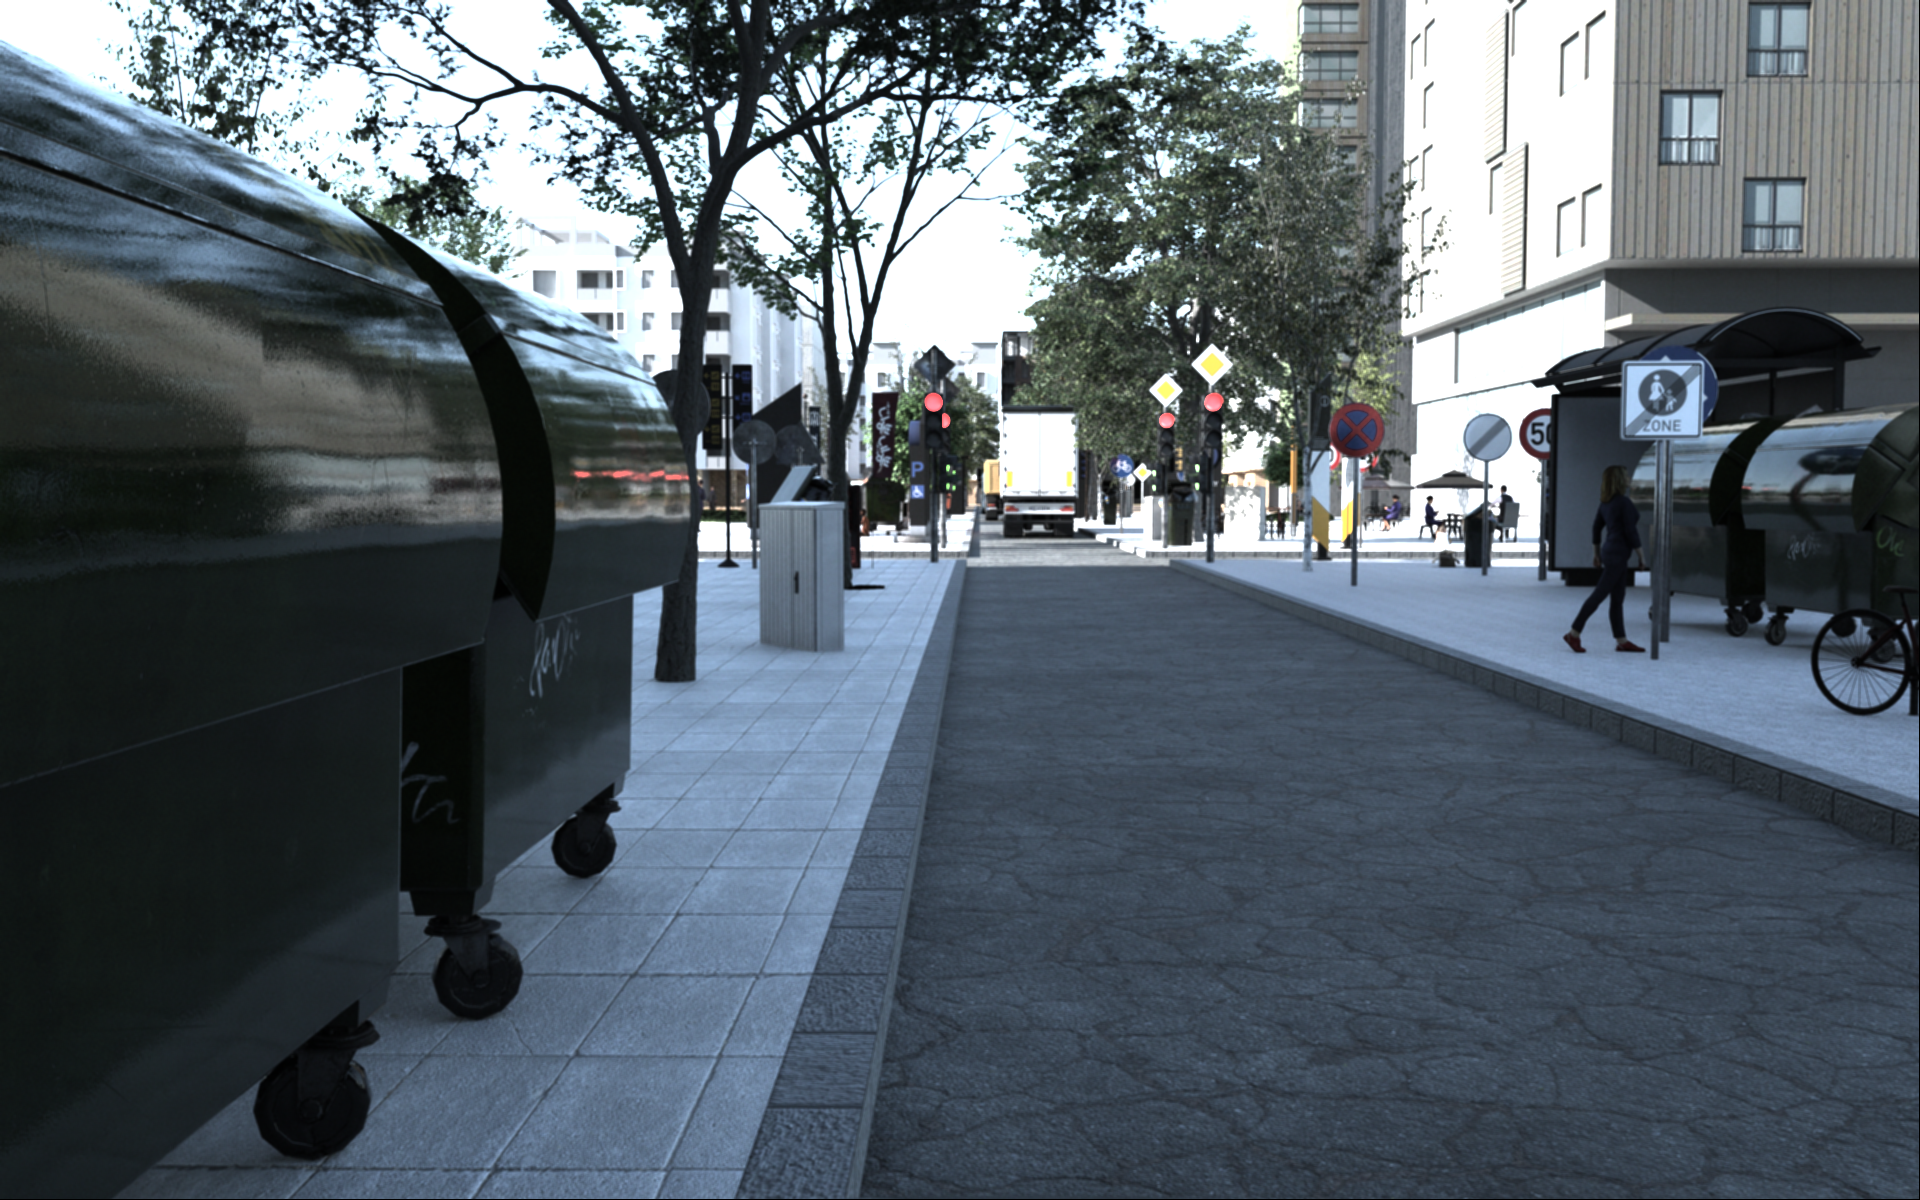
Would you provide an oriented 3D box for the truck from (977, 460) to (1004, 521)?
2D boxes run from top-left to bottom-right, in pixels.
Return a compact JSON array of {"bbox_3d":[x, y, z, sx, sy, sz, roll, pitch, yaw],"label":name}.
[{"bbox_3d":[2.669,-6.163,96.687,3.469,3.379,9.791,0,4,1],"label":"truck"}]

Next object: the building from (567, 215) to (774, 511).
[{"bbox_3d":[-22.019,-16.242,121.980,16.016,20.091,11.380,0,4,1],"label":"building"}]

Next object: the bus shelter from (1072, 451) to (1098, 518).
[{"bbox_3d":[6.554,-6.327,94.728,1.731,3.624,6.357,0,4,1],"label":"bus shelter"}]

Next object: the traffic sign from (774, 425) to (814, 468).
[{"bbox_3d":[-3.088,-1.962,32.190,0.768,2.556,0.104,0,4,2],"label":"traffic sign"}]

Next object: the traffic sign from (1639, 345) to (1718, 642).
[{"bbox_3d":[6.110,-0.908,14.949,0.768,2.556,0.104,0,4,3],"label":"traffic sign"}]

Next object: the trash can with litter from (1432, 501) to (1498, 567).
[{"bbox_3d":[8.849,-1.161,30.364,1.055,1.170,0.624,1,4,9],"label":"trash can with litter"}]

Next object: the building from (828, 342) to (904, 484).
[{"bbox_3d":[-13.036,-22.310,221.188,11.380,20.091,16.016,0,4,1],"label":"building"}]

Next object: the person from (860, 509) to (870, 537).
[{"bbox_3d":[-2.988,-2.309,52.085,0.655,0.850,0.859,0,4,8],"label":"person"}]

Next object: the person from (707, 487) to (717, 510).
[{"bbox_3d":[-15.872,-6.374,110.813,0.434,1.755,0.990,-3,5,-42],"label":"person"}]

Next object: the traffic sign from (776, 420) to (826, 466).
[{"bbox_3d":[-2.812,-1.871,30.591,0.884,2.594,0.081,0,4,5],"label":"traffic sign"}]

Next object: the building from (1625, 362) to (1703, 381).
[{"bbox_3d":[67.135,-19.549,163.608,32.646,21.610,27.936,0,4,1],"label":"building"}]

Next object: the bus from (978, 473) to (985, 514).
[{"bbox_3d":[2.844,-8.127,127.744,2.948,3.499,13.247,0,3,0],"label":"bus"}]

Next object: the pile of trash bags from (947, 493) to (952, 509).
[{"bbox_3d":[-2.166,-5.274,95.987,3.447,1.369,1.912,0,4,3],"label":"pile of trash bags"}]

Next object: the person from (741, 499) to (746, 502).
[{"bbox_3d":[-9.951,-4.551,82.403,0.963,1.587,0.435,2,4,25],"label":"person"}]

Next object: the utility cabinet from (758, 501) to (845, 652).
[{"bbox_3d":[-1.342,-0.206,14.527,0.306,1.237,1.020,-2,4,-33],"label":"utility cabinet"}]

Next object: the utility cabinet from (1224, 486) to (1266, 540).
[{"bbox_3d":[7.858,-2.387,47.698,0.318,1.500,1.173,-3,5,-45],"label":"utility cabinet"}]

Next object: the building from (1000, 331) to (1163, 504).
[{"bbox_3d":[21.717,-23.411,226.749,32.646,21.610,27.936,0,4,1],"label":"building"}]

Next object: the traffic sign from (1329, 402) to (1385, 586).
[{"bbox_3d":[5.515,-1.471,24.162,0.768,2.556,0.104,0,4,4],"label":"traffic sign"}]

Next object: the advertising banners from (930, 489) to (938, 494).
[{"bbox_3d":[-0.837,-3.791,58.166,0.090,3.025,2.074,-1,4,-15],"label":"advertising banners"}]

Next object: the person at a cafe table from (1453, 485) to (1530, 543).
[{"bbox_3d":[14.236,-2.286,45.884,1.698,1.524,1.622,-1,4,-12],"label":"person at a cafe table"}]

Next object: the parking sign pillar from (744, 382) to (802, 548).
[{"bbox_3d":[-4.495,-3.265,41.847,1.447,3.967,1.447,-1,4,-17],"label":"parking sign pillar"}]

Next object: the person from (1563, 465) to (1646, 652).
[{"bbox_3d":[5.243,-0.333,14.034,0.613,1.512,0.480,-1,4,-18],"label":"person"}]

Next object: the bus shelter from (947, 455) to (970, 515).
[{"bbox_3d":[-0.229,-7.143,108.073,1.731,3.624,6.357,0,4,1],"label":"bus shelter"}]

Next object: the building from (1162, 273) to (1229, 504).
[{"bbox_3d":[34.785,-19.359,160.495,27.936,21.610,32.646,0,4,1],"label":"building"}]

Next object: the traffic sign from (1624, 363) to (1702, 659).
[{"bbox_3d":[5.392,-0.688,13.374,0.606,2.300,0.079,0,4,5],"label":"traffic sign"}]

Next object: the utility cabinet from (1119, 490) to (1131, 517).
[{"bbox_3d":[9.081,-5.296,95.273,0.318,1.500,1.173,-1,4,-14],"label":"utility cabinet"}]

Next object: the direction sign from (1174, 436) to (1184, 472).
[{"bbox_3d":[8.081,-4.287,62.090,0.876,3.537,0.379,2,4,35],"label":"direction sign"}]

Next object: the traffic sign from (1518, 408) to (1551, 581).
[{"bbox_3d":[8.623,-1.560,25.615,0.768,2.556,0.104,0,4,4],"label":"traffic sign"}]

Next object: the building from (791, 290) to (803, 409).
[{"bbox_3d":[-21.227,-17.706,145.911,16.016,20.091,11.380,0,4,1],"label":"building"}]

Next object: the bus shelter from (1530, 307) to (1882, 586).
[{"bbox_3d":[8.964,-1.688,21.530,2.014,3.302,5.546,0,4,1],"label":"bus shelter"}]

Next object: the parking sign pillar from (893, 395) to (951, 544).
[{"bbox_3d":[-1.048,-3.487,45.479,1.447,3.967,1.447,0,4,5],"label":"parking sign pillar"}]

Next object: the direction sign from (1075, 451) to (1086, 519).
[{"bbox_3d":[6.163,-5.992,89.965,0.876,3.537,0.379,-2,4,-28],"label":"direction sign"}]

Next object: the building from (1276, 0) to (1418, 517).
[{"bbox_3d":[25.493,-25.502,100.557,14.154,41.232,14.086,0,4,1],"label":"building"}]

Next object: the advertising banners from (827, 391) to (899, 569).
[{"bbox_3d":[-1.967,-2.064,29.930,2.074,3.025,0.090,2,4,26],"label":"advertising banners"}]

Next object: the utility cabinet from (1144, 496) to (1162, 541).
[{"bbox_3d":[5.541,-2.267,48.223,0.306,1.237,1.020,3,5,43],"label":"utility cabinet"}]

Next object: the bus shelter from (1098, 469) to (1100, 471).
[{"bbox_3d":[7.790,-7.156,110.922,2.014,3.302,5.546,0,4,1],"label":"bus shelter"}]

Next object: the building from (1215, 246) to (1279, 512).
[{"bbox_3d":[28.712,-17.249,138.444,16.016,20.091,11.380,0,4,1],"label":"building"}]

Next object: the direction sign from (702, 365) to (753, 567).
[{"bbox_3d":[-4.073,-2.347,30.373,0.876,3.537,0.379,0,4,-2],"label":"direction sign"}]

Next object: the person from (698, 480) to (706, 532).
[{"bbox_3d":[-8.808,-3.161,58.173,0.683,1.767,0.568,1,4,15],"label":"person"}]

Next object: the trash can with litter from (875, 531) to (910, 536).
[{"bbox_3d":[-1.629,-2.617,53.848,2.233,1.210,1.678,-1,4,-19],"label":"trash can with litter"}]

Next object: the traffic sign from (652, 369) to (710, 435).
[{"bbox_3d":[-2.928,-1.076,17.704,0.768,2.556,0.104,1,4,9],"label":"traffic sign"}]

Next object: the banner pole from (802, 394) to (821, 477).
[{"bbox_3d":[-3.736,-3.267,43.433,0.401,3.779,0.863,2,4,32],"label":"banner pole"}]

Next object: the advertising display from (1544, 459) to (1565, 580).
[{"bbox_3d":[9.185,-1.263,25.864,0.974,1.923,0.123,0,4,7],"label":"advertising display"}]

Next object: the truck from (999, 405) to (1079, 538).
[{"bbox_3d":[2.712,-4.373,60.408,2.839,4.237,11.283,0,4,2],"label":"truck"}]

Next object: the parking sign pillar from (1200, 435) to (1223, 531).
[{"bbox_3d":[9.243,-4.709,65.462,1.447,3.967,1.447,1,4,10],"label":"parking sign pillar"}]

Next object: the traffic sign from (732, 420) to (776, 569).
[{"bbox_3d":[-3.540,-1.815,29.774,0.768,2.556,0.104,0,4,2],"label":"traffic sign"}]

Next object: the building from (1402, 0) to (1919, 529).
[{"bbox_3d":[33.441,-29.185,66.408,27.495,52.752,28.713,0,4,1],"label":"building"}]

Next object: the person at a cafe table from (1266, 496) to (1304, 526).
[{"bbox_3d":[13.146,-3.579,69.376,1.726,1.238,1.698,-2,4,-35],"label":"person at a cafe table"}]

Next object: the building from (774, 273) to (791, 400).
[{"bbox_3d":[-21.964,-16.989,134.183,16.016,20.091,11.380,0,4,1],"label":"building"}]

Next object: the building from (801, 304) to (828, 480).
[{"bbox_3d":[-29.369,-18.560,169.916,31.486,18.905,16.747,0,4,1],"label":"building"}]

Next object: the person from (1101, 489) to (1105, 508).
[{"bbox_3d":[13.359,-9.669,164.219,1.350,1.814,0.705,1,4,22],"label":"person"}]

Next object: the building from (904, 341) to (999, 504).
[{"bbox_3d":[-0.780,-22.292,220.893,11.380,20.091,16.016,0,4,1],"label":"building"}]

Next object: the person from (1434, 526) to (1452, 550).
[{"bbox_3d":[11.160,-1.437,40.010,0.381,0.543,0.357,1,4,10],"label":"person"}]

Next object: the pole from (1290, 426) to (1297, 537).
[{"bbox_3d":[10.001,-3.550,51.880,0.158,3.312,0.155,0,3,0],"label":"pole"}]
